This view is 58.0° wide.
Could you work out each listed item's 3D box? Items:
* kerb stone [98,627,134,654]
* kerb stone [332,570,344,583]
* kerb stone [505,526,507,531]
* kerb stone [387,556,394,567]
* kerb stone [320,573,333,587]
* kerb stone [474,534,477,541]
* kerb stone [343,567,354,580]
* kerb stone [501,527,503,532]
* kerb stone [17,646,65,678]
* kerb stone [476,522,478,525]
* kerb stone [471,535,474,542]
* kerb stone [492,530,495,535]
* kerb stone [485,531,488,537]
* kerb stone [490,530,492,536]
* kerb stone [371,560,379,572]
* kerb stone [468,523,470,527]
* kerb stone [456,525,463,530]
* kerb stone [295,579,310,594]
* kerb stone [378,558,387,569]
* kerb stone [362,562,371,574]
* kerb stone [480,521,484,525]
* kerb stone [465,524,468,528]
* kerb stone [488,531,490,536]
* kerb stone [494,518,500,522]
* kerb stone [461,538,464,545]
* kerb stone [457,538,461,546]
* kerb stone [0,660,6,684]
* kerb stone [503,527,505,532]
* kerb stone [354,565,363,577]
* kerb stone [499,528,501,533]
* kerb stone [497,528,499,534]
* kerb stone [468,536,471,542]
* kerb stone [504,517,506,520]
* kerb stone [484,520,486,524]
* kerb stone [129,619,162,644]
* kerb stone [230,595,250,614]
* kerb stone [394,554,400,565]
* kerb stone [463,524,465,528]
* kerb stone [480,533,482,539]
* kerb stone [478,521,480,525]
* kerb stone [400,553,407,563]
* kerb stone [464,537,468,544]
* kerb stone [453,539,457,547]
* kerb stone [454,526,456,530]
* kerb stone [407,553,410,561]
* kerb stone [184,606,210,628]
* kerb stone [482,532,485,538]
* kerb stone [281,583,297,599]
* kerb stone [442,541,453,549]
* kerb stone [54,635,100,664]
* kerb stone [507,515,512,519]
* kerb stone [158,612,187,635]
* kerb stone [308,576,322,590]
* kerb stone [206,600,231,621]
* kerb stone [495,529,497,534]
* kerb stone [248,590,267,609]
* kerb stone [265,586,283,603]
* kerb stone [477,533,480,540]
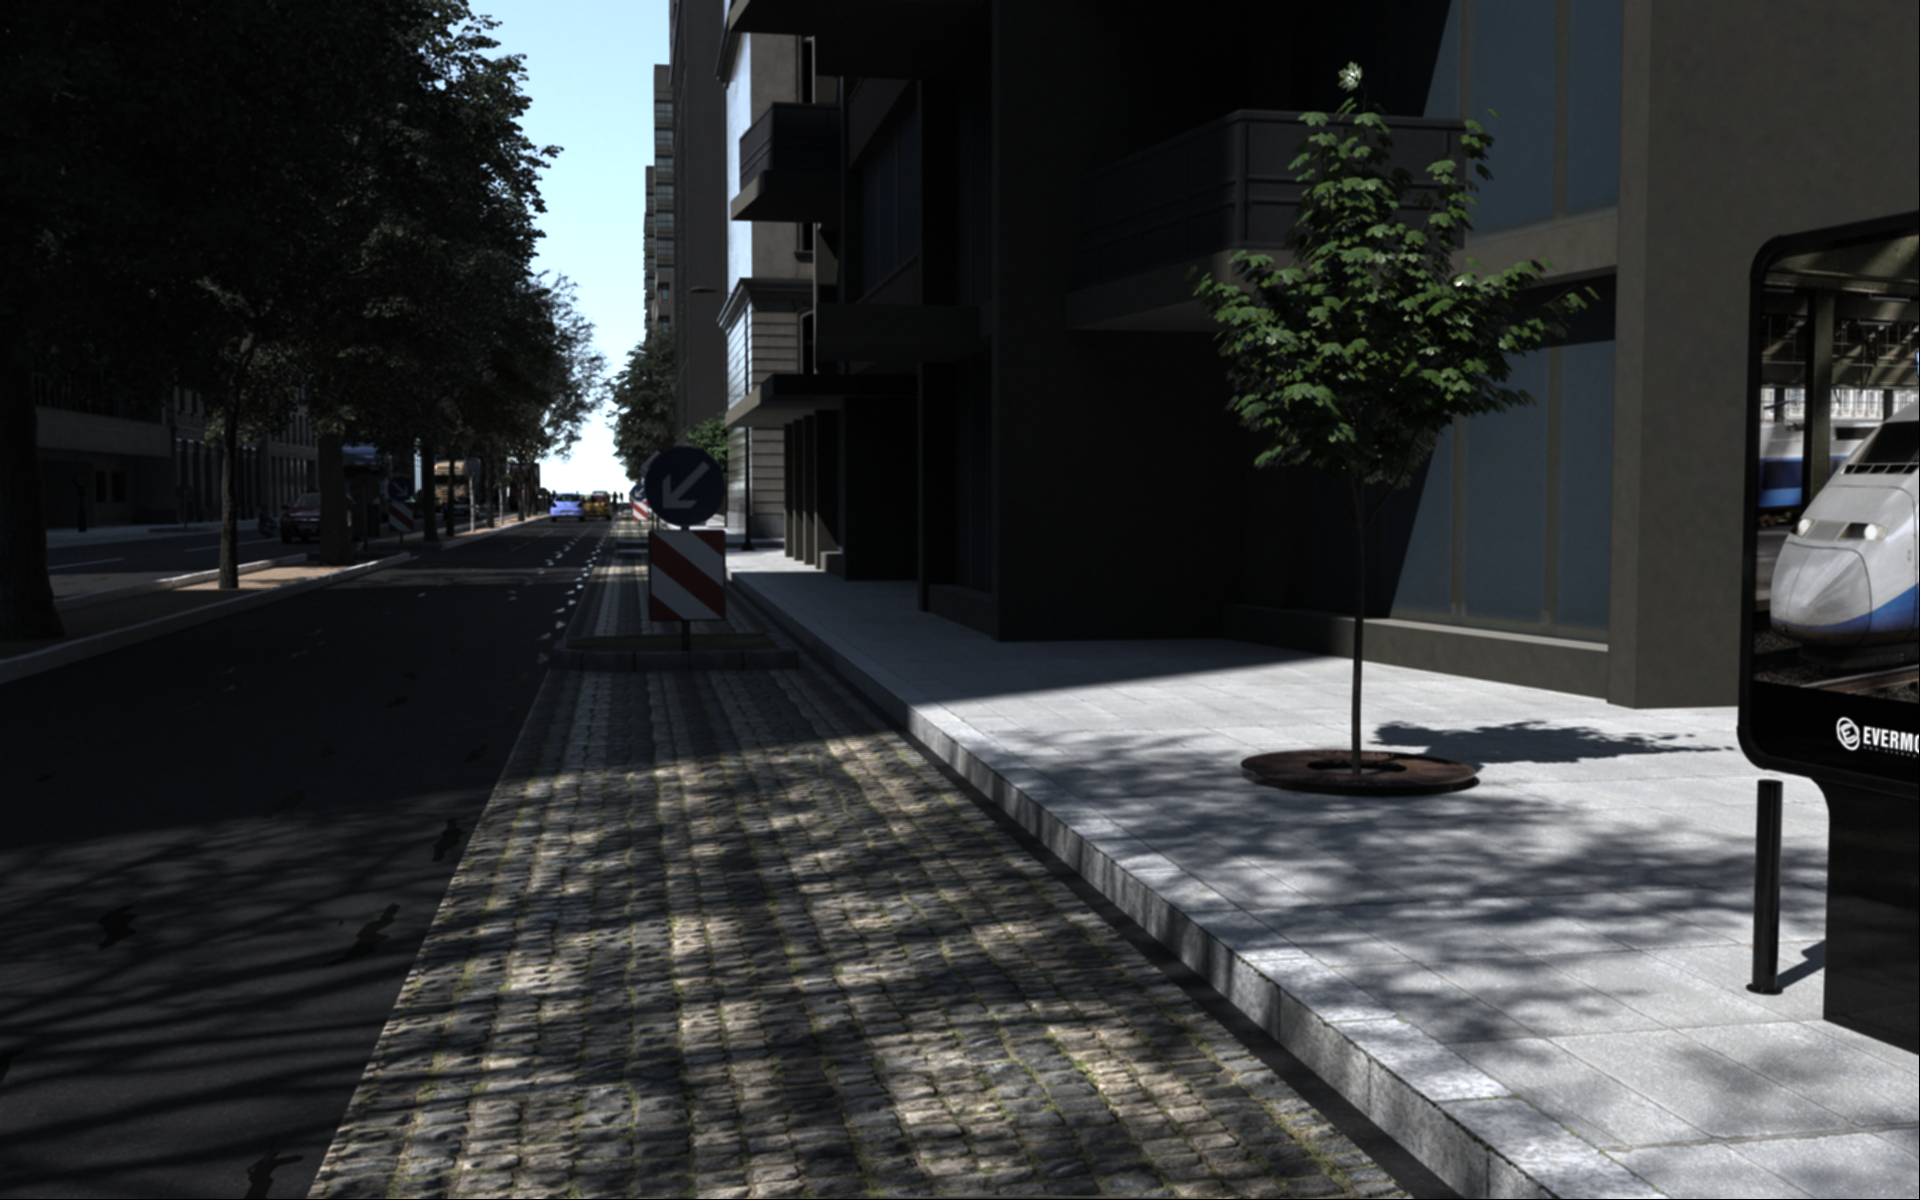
[{"bbox_3d":[-7.845,0.382,15.960,0.120,0.150,1.000,-1,4,-11],"label":"kerb stone"},{"bbox_3d":[-10.166,-0.355,28.049,0.120,0.150,1.000,-1,4,-11],"label":"kerb stone"},{"bbox_3d":[-17.404,-2.665,65.834,0.120,0.150,1.000,-1,4,-11],"label":"kerb stone"},{"bbox_3d":[-11.321,-0.727,34.090,0.120,0.150,1.000,-1,4,-11],"label":"kerb stone"},{"bbox_3d":[-9.978,-0.296,27.034,0.120,0.150,1.000,-1,4,-11],"label":"kerb stone"},{"bbox_3d":[-14.891,-1.863,52.715,0.120,0.150,1.000,-1,4,-11],"label":"kerb stone"},{"bbox_3d":[-10.354,-0.419,29.054,0.120,0.150,1.000,-1,4,-11],"label":"kerb stone"},{"bbox_3d":[-17.023,-2.543,63.822,0.120,0.150,1.000,-1,4,-11],"label":"kerb stone"},{"bbox_3d":[-7.460,0.511,13.952,0.120,0.150,1.000,-1,4,-11],"label":"kerb stone"},{"bbox_3d":[-21.782,-3.383,77.508,0.120,0.150,1.000,-1,4,-11],"label":"kerb stone"},{"bbox_3d":[-14.699,-1.802,51.710,0.120,0.150,1.000,-1,4,-11],"label":"kerb stone"},{"bbox_3d":[-16.246,-2.296,59.775,0.120,0.150,1.000,-1,4,-11],"label":"kerb stone"},{"bbox_3d":[-15.664,-2.113,56.745,0.120,0.150,1.000,-1,4,-11],"label":"kerb stone"},{"bbox_3d":[-16.051,-2.237,58.765,0.120,0.150,1.000,-1,4,-11],"label":"kerb stone"},{"bbox_3d":[-10.935,-0.596,32.078,0.120,0.150,1.000,-1,4,-11],"label":"kerb stone"},{"bbox_3d":[-21.011,-3.135,73.492,0.120,0.150,1.000,-1,4,-11],"label":"kerb stone"},{"bbox_3d":[-20.435,-2.948,70.472,0.120,0.150,1.000,-1,4,-11],"label":"kerb stone"},{"bbox_3d":[-9.581,-0.167,25.020,0.120,0.150,1.000,-1,4,-11],"label":"kerb stone"},{"bbox_3d":[-11.130,-0.666,33.081,0.120,0.150,1.000,-1,4,-11],"label":"kerb stone"},{"bbox_3d":[-10.743,-0.542,31.061,0.120,0.150,1.000,-1,4,-11],"label":"kerb stone"},{"bbox_3d":[-22.359,-3.568,80.534,0.120,0.150,1.000,-1,4,-11],"label":"kerb stone"},{"bbox_3d":[-20.816,-3.075,72.488,0.120,0.150,1.000,-1,4,-11],"label":"kerb stone"},{"bbox_3d":[-15.865,-2.175,57.754,0.120,0.150,1.000,-1,4,-11],"label":"kerb stone"},{"bbox_3d":[-24.684,-4.308,92.631,0.120,0.150,1.000,-1,4,-11],"label":"kerb stone"},{"bbox_3d":[-14.122,-1.621,48.698,0.120,0.150,1.000,-1,4,-11],"label":"kerb stone"},{"bbox_3d":[-13.923,-1.557,47.689,0.120,0.150,1.000,-1,4,-11],"label":"kerb stone"},{"bbox_3d":[-7.276,0.566,12.947,0.120,0.150,1.000,-1,4,-11],"label":"kerb stone"},{"bbox_3d":[-17.214,-2.608,64.829,0.120,0.150,1.000,-1,4,-11],"label":"kerb stone"},{"bbox_3d":[-10.549,-0.481,30.057,0.120,0.150,1.000,-1,4,-11],"label":"kerb stone"},{"bbox_3d":[-16.828,-2.479,62.810,0.120,0.150,1.000,-1,4,-11],"label":"kerb stone"},{"bbox_3d":[-16.628,-2.419,61.794,0.120,0.150,1.000,-1,4,-11],"label":"kerb stone"},{"bbox_3d":[-14.507,-1.744,50.706,0.120,0.150,1.000,-1,4,-11],"label":"kerb stone"},{"bbox_3d":[-25.065,-4.431,94.643,0.120,0.150,1.000,-1,4,-11],"label":"kerb stone"},{"bbox_3d":[-22.554,-3.625,81.537,0.120,0.150,1.000,-1,4,-11],"label":"kerb stone"},{"bbox_3d":[-8.037,0.325,16.965,0.120,0.150,1.000,-1,4,-11],"label":"kerb stone"},{"bbox_3d":[-8.808,0.073,21.004,0.120,0.150,1.000,-1,4,-11],"label":"kerb stone"},{"bbox_3d":[-11.519,-0.789,35.093,0.120,0.150,1.000,-1,4,-11],"label":"kerb stone"},{"bbox_3d":[-20.630,-3.013,71.480,0.120,0.150,1.000,-1,4,-11],"label":"kerb stone"},{"bbox_3d":[-15.280,-1.986,54.734,0.120,0.150,1.000,-1,4,-11],"label":"kerb stone"},{"bbox_3d":[-21.984,-3.441,78.524,0.120,0.150,1.000,-1,4,-11],"label":"kerb stone"},{"bbox_3d":[-11.707,-0.850,36.097,0.120,0.150,1.000,-1,4,-11],"label":"kerb stone"},{"bbox_3d":[-14.312,-1.681,49.703,0.120,0.150,1.000,-1,4,-11],"label":"kerb stone"},{"bbox_3d":[-13.732,-1.496,46.679,0.120,0.150,1.000,-1,4,-11],"label":"kerb stone"},{"bbox_3d":[-19.855,-2.768,67.459,0.120,0.150,1.000,-1,4,-11],"label":"kerb stone"},{"bbox_3d":[-11.905,-0.912,37.100,0.120,0.150,1.000,-1,4,-11],"label":"kerb stone"},{"bbox_3d":[-8.428,0.197,18.976,0.120,0.150,1.000,-1,4,-11],"label":"kerb stone"},{"bbox_3d":[-15.475,-2.048,55.737,0.120,0.150,1.000,-1,4,-11],"label":"kerb stone"},{"bbox_3d":[-9.392,-0.110,24.016,0.120,0.150,1.000,-1,4,-11],"label":"kerb stone"},{"bbox_3d":[-13.547,-1.436,45.674,0.120,0.150,1.000,-1,4,-11],"label":"kerb stone"},{"bbox_3d":[-7.662,0.443,14.954,0.120,0.150,1.000,-1,4,-11],"label":"kerb stone"},{"bbox_3d":[-26.033,-4.739,99.671,0.120,0.150,1.000,-1,4,-11],"label":"kerb stone"},{"bbox_3d":[-8.234,0.261,17.968,0.120,0.150,1.000,-1,4,-11],"label":"kerb stone"},{"bbox_3d":[-9.776,-0.234,26.025,0.120,0.150,1.000,-1,4,-11],"label":"kerb stone"},{"bbox_3d":[-8.624,0.135,19.993,0.120,0.150,1.000,-1,4,-11],"label":"kerb stone"},{"bbox_3d":[-16.439,-2.359,60.788,0.120,0.150,1.000,-1,4,-11],"label":"kerb stone"},{"bbox_3d":[-9.007,0.012,22.007,0.120,0.150,1.000,-1,4,-11],"label":"kerb stone"},{"bbox_3d":[-9.196,-0.050,23.012,0.120,0.150,1.000,-1,4,-11],"label":"kerb stone"},{"bbox_3d":[-15.084,-1.928,53.725,0.120,0.150,1.000,-1,4,-11],"label":"kerb stone"}]
